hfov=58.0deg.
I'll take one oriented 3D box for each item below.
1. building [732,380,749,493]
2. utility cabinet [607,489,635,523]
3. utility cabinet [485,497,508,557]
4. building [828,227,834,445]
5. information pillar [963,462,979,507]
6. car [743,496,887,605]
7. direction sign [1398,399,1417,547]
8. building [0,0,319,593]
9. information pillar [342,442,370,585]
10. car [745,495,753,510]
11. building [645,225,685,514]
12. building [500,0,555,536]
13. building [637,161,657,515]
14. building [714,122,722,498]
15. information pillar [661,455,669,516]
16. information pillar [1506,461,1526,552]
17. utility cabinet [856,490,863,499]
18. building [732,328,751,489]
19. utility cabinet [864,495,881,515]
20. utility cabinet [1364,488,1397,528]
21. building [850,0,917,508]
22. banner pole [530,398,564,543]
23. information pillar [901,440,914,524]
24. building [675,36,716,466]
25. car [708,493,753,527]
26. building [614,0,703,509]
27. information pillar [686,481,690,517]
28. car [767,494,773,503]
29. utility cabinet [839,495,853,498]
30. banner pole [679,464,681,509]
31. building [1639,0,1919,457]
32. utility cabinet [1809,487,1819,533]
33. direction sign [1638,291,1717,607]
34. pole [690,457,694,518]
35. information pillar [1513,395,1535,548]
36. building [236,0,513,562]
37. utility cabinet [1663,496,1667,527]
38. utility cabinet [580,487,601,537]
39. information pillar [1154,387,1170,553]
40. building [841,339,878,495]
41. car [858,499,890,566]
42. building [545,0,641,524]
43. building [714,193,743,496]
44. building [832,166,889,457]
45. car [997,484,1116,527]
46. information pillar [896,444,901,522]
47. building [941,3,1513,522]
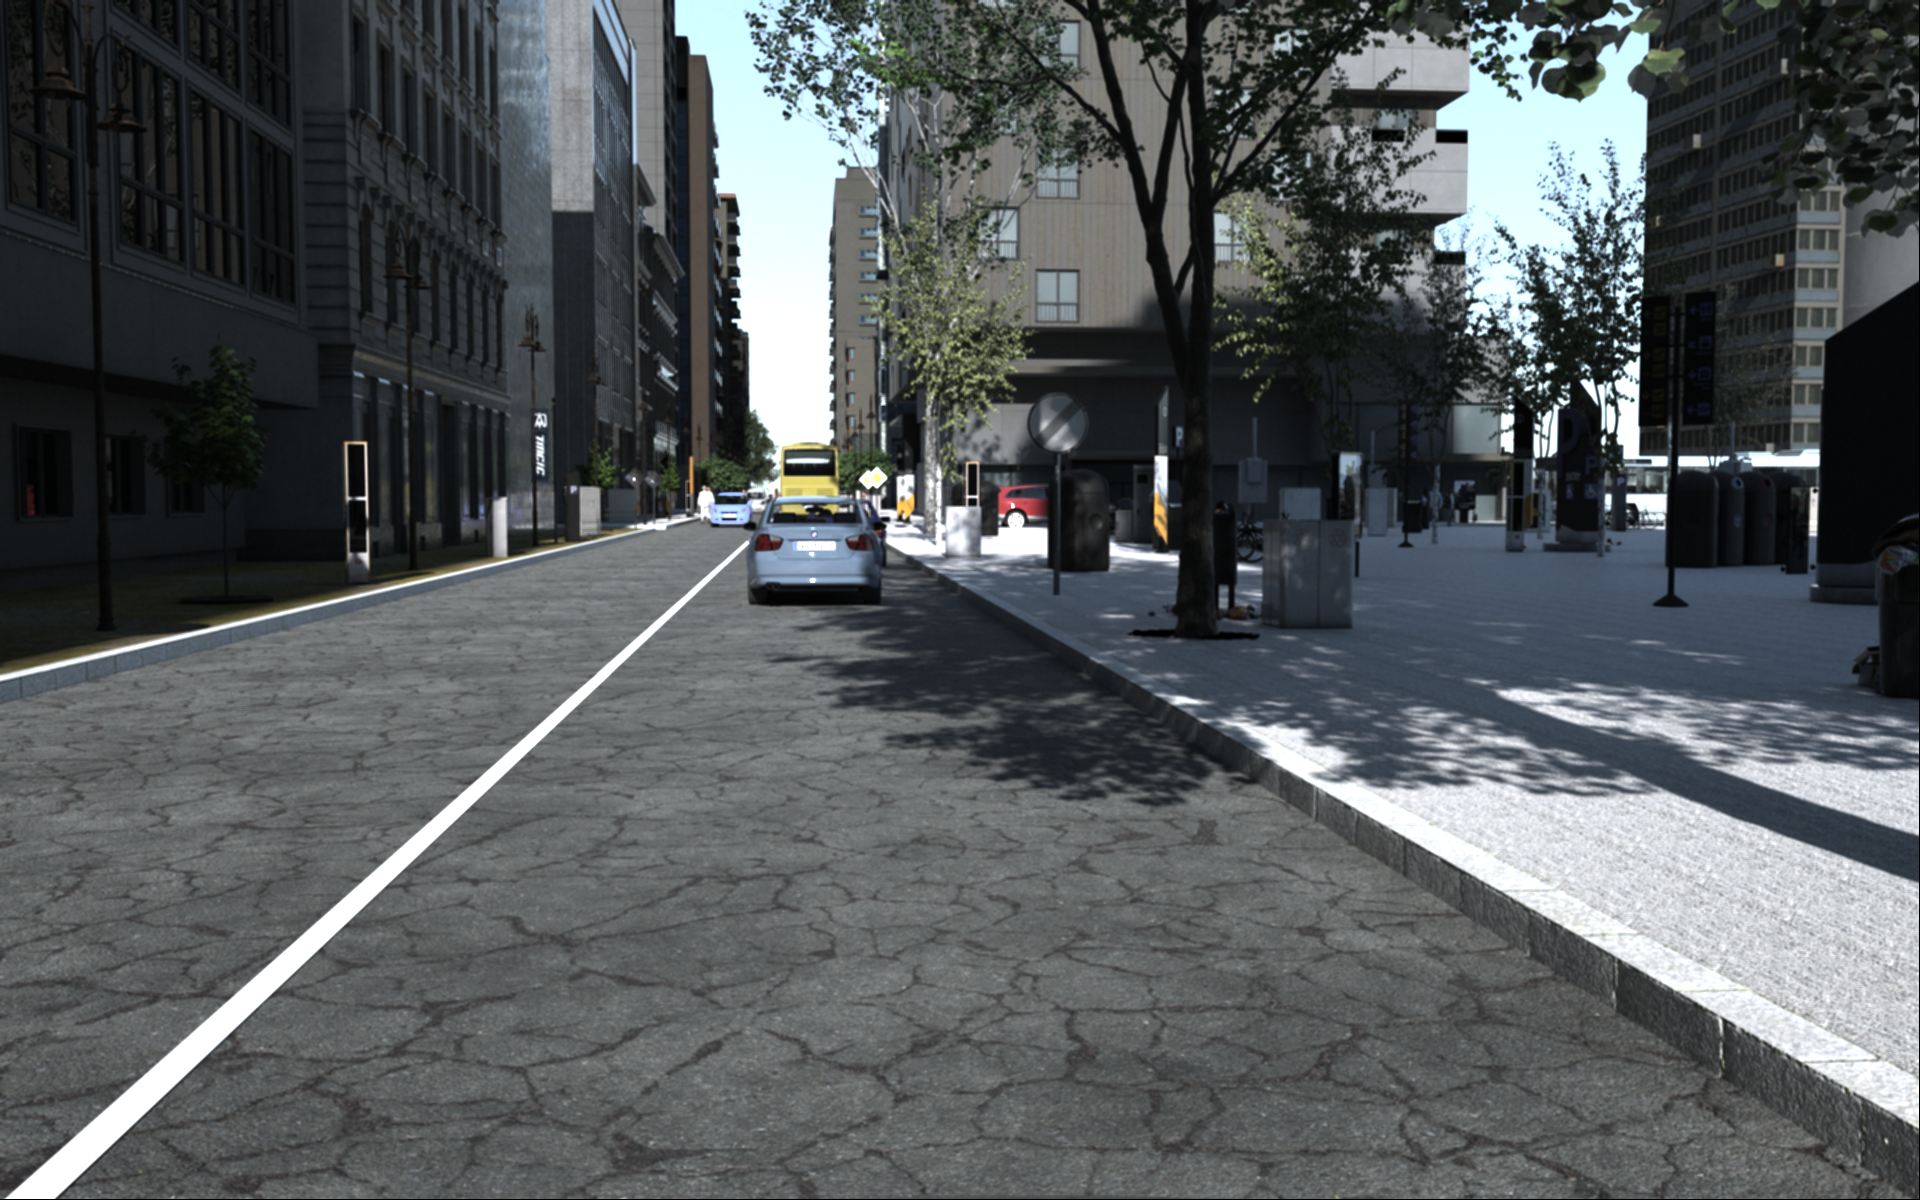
[{"bbox_3d":[-47.826,-26.248,274.198,27.650,21.520,28.899,0,4,-5],"label":"building"},{"bbox_3d":[-15.014,-4.163,76.743,1.173,1.500,0.318,-1,4,-18],"label":"utility cabinet"},{"bbox_3d":[-9.555,-1.498,35.661,0.306,1.237,1.020,-2,4,-24],"label":"utility cabinet"},{"bbox_3d":[-9.908,-38.096,277.490,22.147,44.769,28.867,0,4,-5],"label":"building"},{"bbox_3d":[0.254,-2.166,39.902,0.304,2.012,0.304,-1,4,-14],"label":"information pillar"},{"bbox_3d":[-1.991,-0.721,23.786,2.014,1.417,4.499,0,4,-5],"label":"car"},{"bbox_3d":[10.793,-3.047,41.814,0.379,3.537,0.876,3,5,42],"label":"direction sign"},{"bbox_3d":[-17.552,-13.779,18.792,14.314,27.812,24.014,0,4,-5],"label":"building"},{"bbox_3d":[-8.519,-1.220,24.440,0.304,2.012,0.304,-2,4,-25],"label":"information pillar"},{"bbox_3d":[-13.991,-5.920,108.801,2.014,1.417,4.499,0,4,-5],"label":"car"},{"bbox_3d":[-25.926,-17.497,122.240,11.583,22.565,21.152,0,4,-5],"label":"building"},{"bbox_3d":[-22.301,-12.264,55.268,16.860,20.320,10.420,0,4,-5],"label":"building"},{"bbox_3d":[-24.099,-16.692,101.786,11.050,23.489,19.941,0,4,-5],"label":"building"},{"bbox_3d":[-38.582,-35.232,195.657,23.786,49.044,30.456,0,4,-5],"label":"building"},{"bbox_3d":[-17.060,-6.671,100.428,0.504,3.616,0.183,1,4,20],"label":"information pillar"},{"bbox_3d":[12.333,-2.078,38.461,0.304,2.012,0.304,0,4,-4],"label":"information pillar"},{"bbox_3d":[-6.019,-5.840,104.162,0.318,1.500,1.173,0,4,3],"label":"utility cabinet"},{"bbox_3d":[-43.170,-32.061,295.905,14.160,30.474,14.107,0,4,-5],"label":"building"},{"bbox_3d":[-5.380,-5.816,106.256,1.020,1.237,0.306,-2,4,-26],"label":"utility cabinet"},{"bbox_3d":[15.967,-3.491,65.749,1.173,1.500,0.318,2,4,35],"label":"utility cabinet"},{"bbox_3d":[0.323,-52.815,176.190,22.319,86.520,31.000,0,4,-5],"label":"building"},{"bbox_3d":[-10.722,-3.357,44.898,0.863,3.779,0.401,-2,4,-31],"label":"banner pole"},{"bbox_3d":[-2.201,-5.106,74.832,0.504,3.616,0.183,3,4,36],"label":"information pillar"},{"bbox_3d":[-31.867,-32.019,173.625,14.600,45.320,14.200,0,4,-5],"label":"building"},{"bbox_3d":[-10.012,-4.051,75.832,1.945,1.707,3.694,0,4,-5],"label":"car"},{"bbox_3d":[-33.725,-43.808,154.510,20.563,71.187,20.611,0,4,-5],"label":"building"},{"bbox_3d":[-14.971,-5.591,95.910,0.304,2.012,0.304,1,4,10],"label":"information pillar"},{"bbox_3d":[-25.512,-13.958,237.250,2.155,1.783,4.494,0,4,-7],"label":"car"},{"bbox_3d":[-8.096,-6.823,122.720,1.020,1.237,0.306,1,4,14],"label":"utility cabinet"},{"bbox_3d":[-23.602,-9.538,145.957,0.401,3.779,0.863,-1,4,-19],"label":"banner pole"},{"bbox_3d":[54.305,-24.778,96.994,23.993,40.220,32.217,0,4,-5],"label":"building"},{"bbox_3d":[27.899,-2.944,56.812,1.173,1.500,0.318,2,4,29],"label":"utility cabinet"},{"bbox_3d":[8.143,-1.697,19.739,0.379,3.537,0.876,-3,5,-40],"label":"direction sign"},{"bbox_3d":[-14.617,-6.149,94.379,0.158,3.312,0.155,0,3,0],"label":"pole"},{"bbox_3d":[13.271,-3.028,40.855,0.504,3.616,0.183,3,5,40],"label":"information pillar"},{"bbox_3d":[-16.961,-11.724,40.842,9.793,20.994,18.267,0,4,-5],"label":"building"},{"bbox_3d":[28.100,-3.464,67.795,1.020,1.237,0.306,1,4,18],"label":"utility cabinet"},{"bbox_3d":[-11.216,-2.653,52.058,0.318,1.500,1.173,1,4,18],"label":"utility cabinet"},{"bbox_3d":[4.388,-2.835,37.713,0.183,3.616,0.504,2,4,32],"label":"information pillar"},{"bbox_3d":[-0.129,-22.209,208.152,27.650,21.520,28.899,0,4,-5],"label":"building"},{"bbox_3d":[-2.402,-1.417,35.747,1.945,1.354,3.894,0,4,-4],"label":"car"},{"bbox_3d":[-22.235,-16.141,81.933,12.078,24.808,19.932,0,4,-5],"label":"building"},{"bbox_3d":[-42.168,-36.069,244.348,22.147,44.769,28.867,0,4,-5],"label":"building"},{"bbox_3d":[-7.620,-38.446,252.292,21.300,48.544,21.600,0,4,-5],"label":"building"},{"bbox_3d":[3.595,-3.679,68.816,5.304,1.827,2.281,0,4,-5],"label":"car"},{"bbox_3d":[-2.710,-5.469,80.775,0.504,3.616,0.183,1,4,20],"label":"information pillar"},{"bbox_3d":[10.895,-30.590,89.384,27.495,52.752,28.713,0,4,-5],"label":"building"}]
